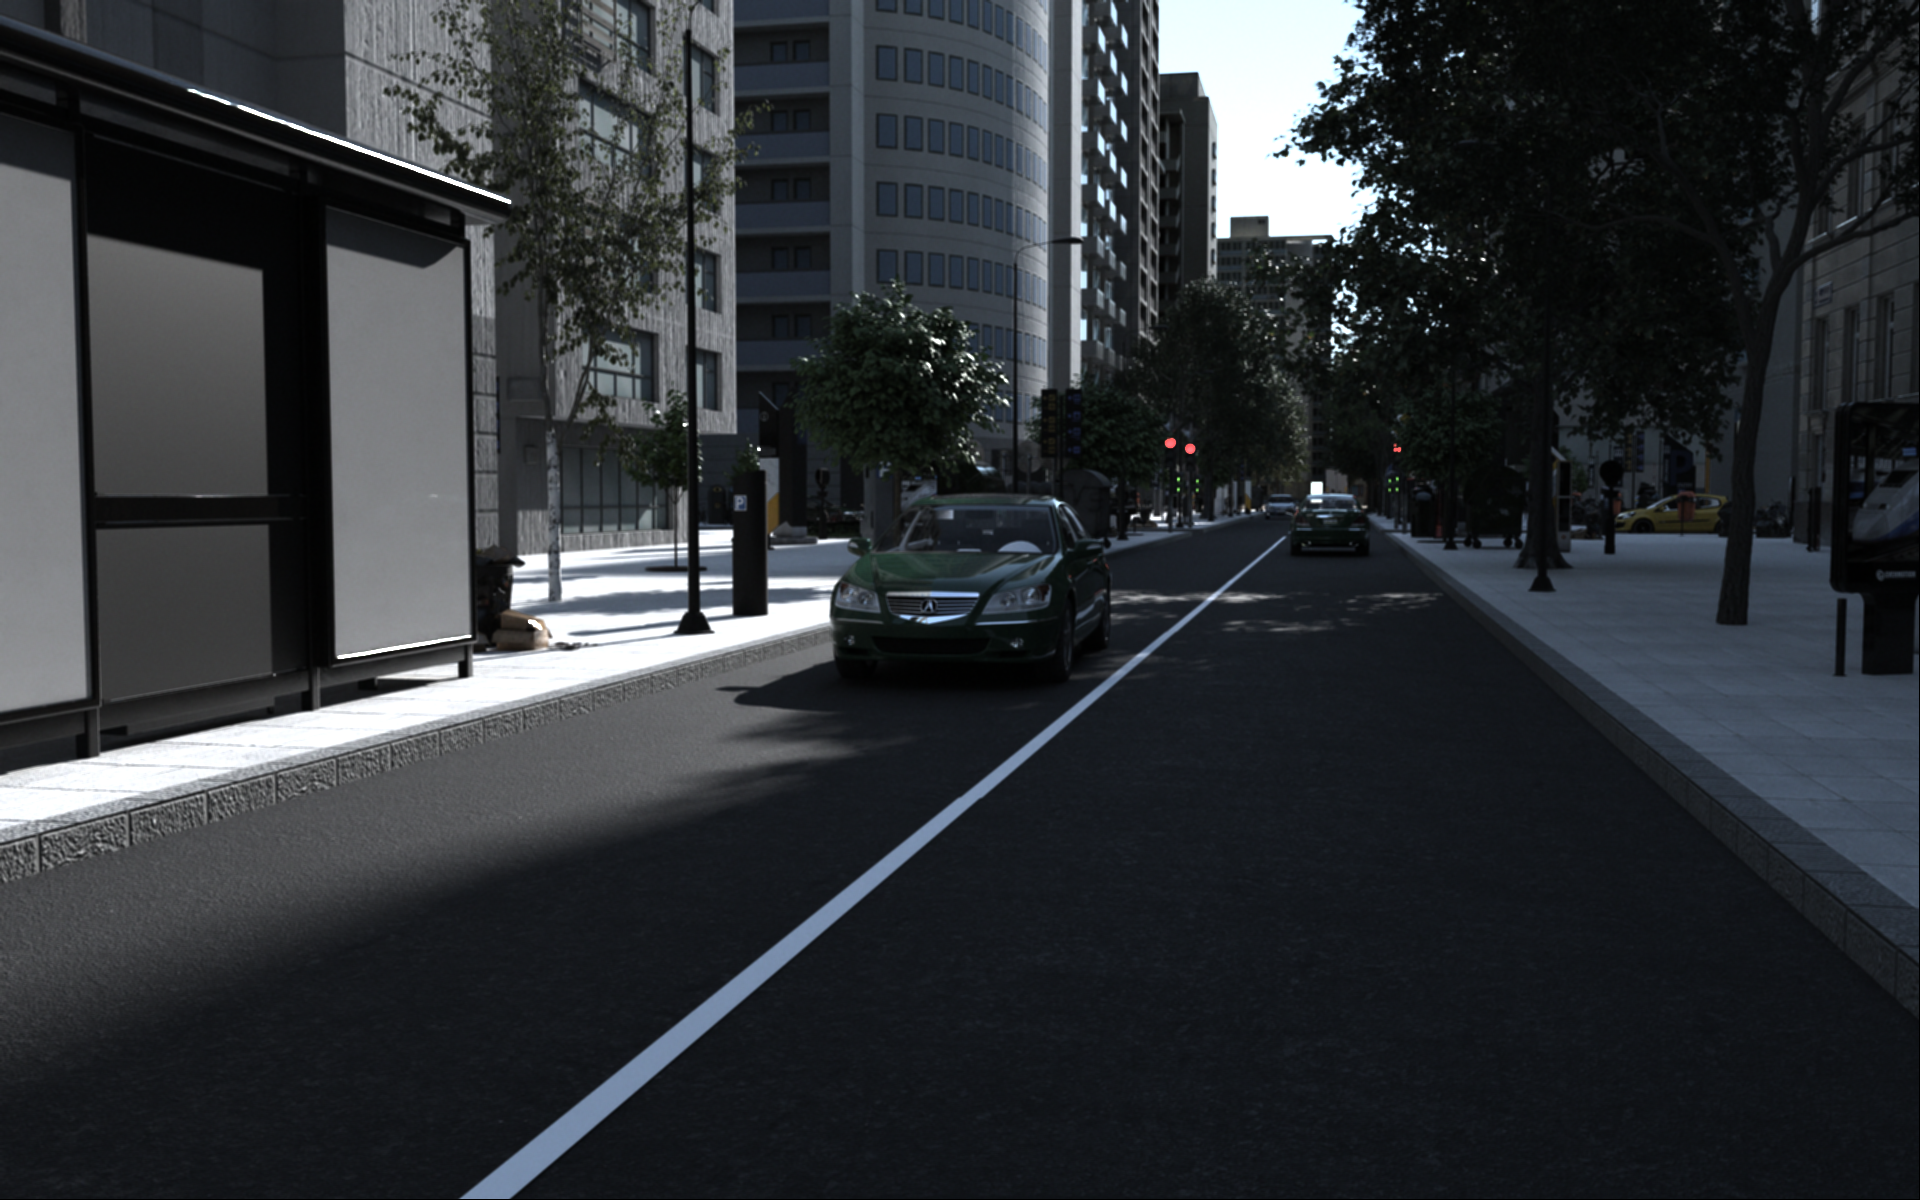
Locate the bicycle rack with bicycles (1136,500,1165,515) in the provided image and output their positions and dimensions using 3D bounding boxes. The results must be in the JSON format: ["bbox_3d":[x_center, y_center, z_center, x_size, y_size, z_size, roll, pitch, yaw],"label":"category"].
[{"bbox_3d":[10.431,-5.648,105.721,2.852,0.926,2.925,-1,4,-23],"label":"bicycle rack with bicycles"}]

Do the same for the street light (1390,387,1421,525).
[{"bbox_3d":[10.792,-4.120,39.899,1.470,5.913,1.316,1,4,12],"label":"street light"}]

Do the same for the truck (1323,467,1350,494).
[{"bbox_3d":[40.268,-12.010,185.284,2.839,4.237,11.283,1,4,12],"label":"truck"}]

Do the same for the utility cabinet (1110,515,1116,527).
[{"bbox_3d":[5.610,-3.419,67.058,1.020,1.237,0.306,1,4,15],"label":"utility cabinet"}]

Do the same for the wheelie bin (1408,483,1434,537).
[{"bbox_3d":[13.729,-2.659,51.389,0.693,1.594,0.980,-1,4,-13],"label":"wheelie bin"}]

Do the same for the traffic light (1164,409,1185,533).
[{"bbox_3d":[7.016,-4.193,57.469,0.839,4.253,0.868,1,4,12],"label":"traffic light"}]

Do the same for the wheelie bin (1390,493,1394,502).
[{"bbox_3d":[27.688,-6.258,110.219,0.980,1.594,0.693,-3,5,-42],"label":"wheelie bin"}]

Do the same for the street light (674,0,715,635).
[{"bbox_3d":[-1.923,-2.638,15.670,1.470,5.913,1.316,1,4,12],"label":"street light"}]

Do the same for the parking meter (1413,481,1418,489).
[{"bbox_3d":[19.058,-4.063,72.139,0.399,1.863,0.255,-3,5,-41],"label":"parking meter"}]

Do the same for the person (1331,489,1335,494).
[{"bbox_3d":[22.660,-5.866,105.159,0.760,1.731,0.466,-2,4,-28],"label":"person"}]

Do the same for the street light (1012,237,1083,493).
[{"bbox_3d":[1.535,-3.609,31.543,1.470,5.913,1.316,1,4,12],"label":"street light"}]

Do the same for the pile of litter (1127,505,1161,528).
[{"bbox_3d":[6.964,-3.152,65.500,1.719,0.858,1.176,3,4,38],"label":"pile of litter"}]

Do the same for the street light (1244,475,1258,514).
[{"bbox_3d":[15.752,-7.619,97.110,1.470,5.913,1.316,1,4,12],"label":"street light"}]

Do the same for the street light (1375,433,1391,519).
[{"bbox_3d":[14.280,-5.098,55.900,1.470,5.913,1.316,1,4,12],"label":"street light"}]

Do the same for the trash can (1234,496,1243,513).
[{"bbox_3d":[18.892,-6.507,118.039,0.748,1.137,0.748,0,3,0],"label":"trash can"}]

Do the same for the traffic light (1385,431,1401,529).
[{"bbox_3d":[16.056,-4.574,63.698,0.839,4.253,0.868,1,4,12],"label":"traffic light"}]

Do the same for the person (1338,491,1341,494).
[{"bbox_3d":[32.450,-8.473,147.772,1.217,1.736,0.721,-3,5,-44],"label":"person"}]

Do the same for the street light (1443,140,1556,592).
[{"bbox_3d":[7.162,-3.075,22.824,1.470,5.913,1.316,1,4,12],"label":"street light"}]

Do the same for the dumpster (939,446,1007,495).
[{"bbox_3d":[0.019,-1.966,34.635,1.502,2.255,1.985,1,4,12],"label":"dumpster"}]

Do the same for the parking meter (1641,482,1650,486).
[{"bbox_3d":[33.872,-4.884,85.570,0.399,1.863,0.255,3,5,40],"label":"parking meter"}]

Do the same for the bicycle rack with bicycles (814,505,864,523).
[{"bbox_3d":[-3.170,-2.789,58.982,2.925,0.926,2.852,3,5,43],"label":"bicycle rack with bicycles"}]

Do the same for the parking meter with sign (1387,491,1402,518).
[{"bbox_3d":[23.733,-5.941,93.397,1.738,3.016,0.543,-3,5,-41],"label":"parking meter with sign"}]

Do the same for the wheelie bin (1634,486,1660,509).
[{"bbox_3d":[27.540,-3.757,69.342,0.980,1.594,0.693,0,4,-7],"label":"wheelie bin"}]

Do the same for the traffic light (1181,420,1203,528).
[{"bbox_3d":[8.712,-4.670,65.272,0.839,4.253,0.868,1,4,12],"label":"traffic light"}]

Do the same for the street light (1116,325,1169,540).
[{"bbox_3d":[5.058,-4.611,47.924,1.470,5.913,1.316,1,4,12],"label":"street light"}]

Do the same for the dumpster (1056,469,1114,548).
[{"bbox_3d":[2.834,-2.113,40.311,1.264,1.857,1.865,1,4,12],"label":"dumpster"}]

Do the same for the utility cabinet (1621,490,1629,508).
[{"bbox_3d":[39.344,-5.742,102.559,0.318,1.500,1.173,1,4,12],"label":"utility cabinet"}]

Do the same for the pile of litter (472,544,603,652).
[{"bbox_3d":[-3.926,-0.027,14.400,1.719,0.858,1.176,1,4,10],"label":"pile of litter"}]

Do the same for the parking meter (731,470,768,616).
[{"bbox_3d":[-2.225,-0.608,18.349,0.372,1.533,0.369,0,3,0],"label":"parking meter"}]

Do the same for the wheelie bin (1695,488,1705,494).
[{"bbox_3d":[38.187,-5.000,89.651,0.980,1.594,0.693,3,4,36],"label":"wheelie bin"}]

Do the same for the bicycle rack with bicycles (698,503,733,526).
[{"bbox_3d":[-9.926,-3.521,70.947,2.852,0.926,2.925,0,4,2],"label":"bicycle rack with bicycles"}]

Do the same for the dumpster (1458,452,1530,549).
[{"bbox_3d":[12.657,-2.363,41.126,1.502,2.255,1.985,1,4,12],"label":"dumpster"}]

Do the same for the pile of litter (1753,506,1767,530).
[{"bbox_3d":[30.515,-3.132,65.174,1.176,0.858,1.719,1,4,13],"label":"pile of litter"}]

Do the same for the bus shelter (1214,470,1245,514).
[{"bbox_3d":[17.642,-7.338,113.899,2.014,3.302,5.546,1,4,12],"label":"bus shelter"}]

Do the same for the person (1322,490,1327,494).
[{"bbox_3d":[33.779,-9.277,160.039,0.709,1.838,0.599,3,5,40],"label":"person"}]

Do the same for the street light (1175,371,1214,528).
[{"bbox_3d":[8.855,-5.676,65.337,1.470,5.913,1.316,1,4,12],"label":"street light"}]

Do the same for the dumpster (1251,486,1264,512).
[{"bbox_3d":[21.075,-7.231,123.987,1.264,1.857,1.865,1,4,12],"label":"dumpster"}]

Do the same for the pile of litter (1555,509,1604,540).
[{"bbox_3d":[17.765,-2.160,49.286,1.176,0.858,1.719,2,4,32],"label":"pile of litter"}]

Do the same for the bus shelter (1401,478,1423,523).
[{"bbox_3d":[21.344,-6.263,80.031,2.179,5.291,8.768,1,4,12],"label":"bus shelter"}]

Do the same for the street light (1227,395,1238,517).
[{"bbox_3d":[12.351,-6.647,81.223,1.470,5.913,1.316,1,4,12],"label":"street light"}]

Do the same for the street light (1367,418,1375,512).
[{"bbox_3d":[17.930,-6.130,72.759,1.470,5.913,1.316,1,4,12],"label":"street light"}]

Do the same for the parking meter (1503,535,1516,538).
[{"bbox_3d":[15.897,-2.717,50.130,0.399,1.863,0.255,1,4,12],"label":"parking meter"}]

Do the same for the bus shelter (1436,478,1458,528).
[{"bbox_3d":[18.824,-4.564,65.905,1.731,3.624,6.357,1,4,12],"label":"bus shelter"}]

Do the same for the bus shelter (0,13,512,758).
[{"bbox_3d":[-5.088,-1.857,7.989,2.179,5.291,8.768,1,4,12],"label":"bus shelter"}]

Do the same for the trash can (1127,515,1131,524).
[{"bbox_3d":[6.680,-3.614,70.737,0.748,1.137,0.748,0,3,0],"label":"trash can"}]

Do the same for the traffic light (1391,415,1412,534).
[{"bbox_3d":[14.360,-4.096,55.895,0.839,4.253,0.868,1,4,12],"label":"traffic light"}]

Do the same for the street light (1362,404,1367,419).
[{"bbox_3d":[21.444,-7.100,88.620,1.470,5.913,1.316,1,4,12],"label":"street light"}]

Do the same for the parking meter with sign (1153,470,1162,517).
[{"bbox_3d":[11.356,-6.310,99.423,0.543,3.016,1.738,1,4,10],"label":"parking meter with sign"}]

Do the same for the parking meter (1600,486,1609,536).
[{"bbox_3d":[19.952,-2.754,53.442,0.372,1.533,0.369,0,3,0],"label":"parking meter"}]

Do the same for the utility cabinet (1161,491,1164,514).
[{"bbox_3d":[12.437,-6.057,107.715,0.318,1.500,1.173,1,4,16],"label":"utility cabinet"}]

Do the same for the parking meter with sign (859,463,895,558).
[{"bbox_3d":[-1.382,-2.083,30.312,0.543,3.016,1.738,-1,4,-19],"label":"parking meter with sign"}]

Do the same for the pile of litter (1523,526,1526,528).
[{"bbox_3d":[22.296,-3.187,66.078,1.719,0.858,1.176,2,4,30],"label":"pile of litter"}]

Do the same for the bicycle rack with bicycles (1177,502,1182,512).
[{"bbox_3d":[15.765,-6.961,127.191,2.925,0.926,2.852,-2,4,-25],"label":"bicycle rack with bicycles"}]

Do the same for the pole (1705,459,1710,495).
[{"bbox_3d":[29.273,-4.526,67.849,0.158,3.312,0.155,0,3,0],"label":"pole"}]
